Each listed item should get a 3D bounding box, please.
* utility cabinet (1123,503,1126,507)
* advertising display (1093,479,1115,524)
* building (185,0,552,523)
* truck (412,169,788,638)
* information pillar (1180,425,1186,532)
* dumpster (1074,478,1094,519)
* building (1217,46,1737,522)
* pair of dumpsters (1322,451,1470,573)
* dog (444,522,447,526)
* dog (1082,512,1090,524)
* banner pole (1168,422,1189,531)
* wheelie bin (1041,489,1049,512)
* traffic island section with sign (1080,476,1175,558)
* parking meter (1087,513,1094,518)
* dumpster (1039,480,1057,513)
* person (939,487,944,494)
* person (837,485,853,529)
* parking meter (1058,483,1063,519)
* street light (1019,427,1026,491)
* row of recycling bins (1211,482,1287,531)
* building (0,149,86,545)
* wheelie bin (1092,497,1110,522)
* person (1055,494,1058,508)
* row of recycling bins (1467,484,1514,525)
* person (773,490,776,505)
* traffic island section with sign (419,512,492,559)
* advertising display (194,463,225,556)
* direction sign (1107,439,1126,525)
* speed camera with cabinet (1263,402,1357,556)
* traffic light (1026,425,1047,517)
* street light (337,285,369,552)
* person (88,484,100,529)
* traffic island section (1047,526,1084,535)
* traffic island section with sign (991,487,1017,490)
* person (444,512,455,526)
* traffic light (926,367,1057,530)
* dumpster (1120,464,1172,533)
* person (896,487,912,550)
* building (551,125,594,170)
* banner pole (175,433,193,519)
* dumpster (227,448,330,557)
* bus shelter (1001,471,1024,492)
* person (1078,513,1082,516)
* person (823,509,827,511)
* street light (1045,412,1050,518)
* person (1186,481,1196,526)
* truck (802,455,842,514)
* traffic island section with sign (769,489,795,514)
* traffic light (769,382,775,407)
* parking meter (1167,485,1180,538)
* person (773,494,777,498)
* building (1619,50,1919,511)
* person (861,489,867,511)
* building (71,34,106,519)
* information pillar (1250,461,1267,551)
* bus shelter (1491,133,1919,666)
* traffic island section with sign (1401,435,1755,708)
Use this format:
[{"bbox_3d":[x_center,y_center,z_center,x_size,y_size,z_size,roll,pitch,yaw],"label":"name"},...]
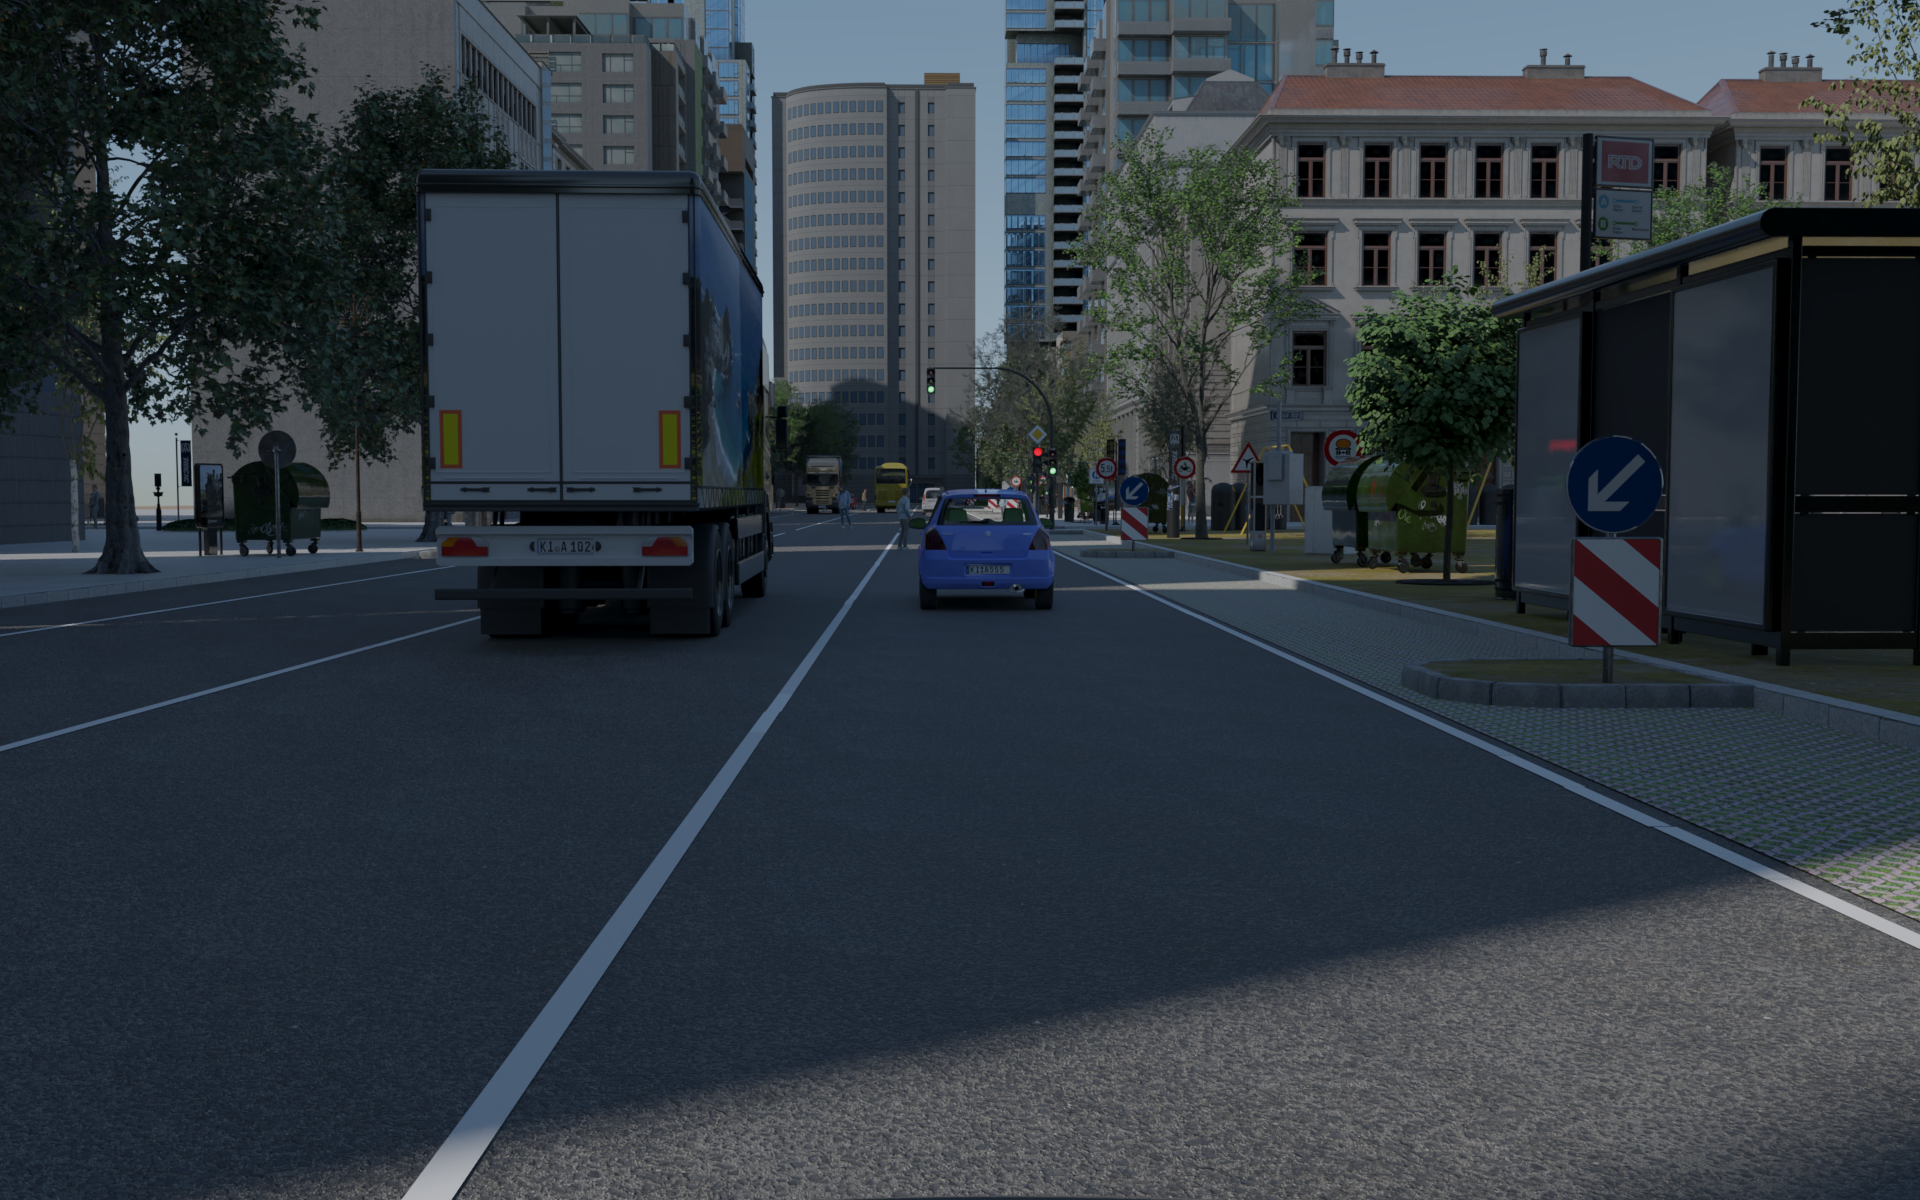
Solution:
[{"bbox_3d":[7.073,-3.763,70.203,0.318,1.500,1.173,-2,4,-29],"label":"utility cabinet"},{"bbox_3d":[6.148,-4.194,73.793,0.974,1.923,0.123,-1,4,-11],"label":"advertising display"},{"bbox_3d":[-28.563,-16.450,86.986,12.078,24.808,19.932,0,4,-1],"label":"building"},{"bbox_3d":[-3.718,-1.939,20.618,2.839,4.237,11.283,0,4,-2],"label":"truck"},{"bbox_3d":[7.636,-4.156,59.301,0.183,3.616,0.504,1,4,15],"label":"information pillar"},{"bbox_3d":[6.706,-5.321,89.500,1.502,2.255,1.985,0,4,-1],"label":"dumpster"},{"bbox_3d":[23.720,-15.108,83.178,21.152,22.565,11.583,0,4,-1],"label":"building"},{"bbox_3d":[7.535,-1.680,29.961,1.574,2.255,4.437,0,4,-1],"label":"pair of dumpsters"},{"bbox_3d":[-20.334,-3.131,68.933,0.550,0.427,0.748,0,4,-7],"label":"dog"},{"bbox_3d":[5.467,-3.581,75.382,0.540,0.507,0.406,2,4,35],"label":"dog"},{"bbox_3d":[7.577,-4.287,60.117,0.863,3.779,0.401,-2,4,-26],"label":"banner pole"},{"bbox_3d":[5.625,-6.296,110.843,0.980,1.594,0.693,-3,5,-41],"label":"wheelie bin"},{"bbox_3d":[3.763,-1.882,39.406,1.989,1.847,2.006,0,4,-1],"label":"traffic island section with sign"},{"bbox_3d":[6.867,-5.226,91.156,0.255,1.863,0.399,2,4,33],"label":"parking meter"},{"bbox_3d":[5.812,-7.021,117.293,1.502,2.255,1.985,0,4,-1],"label":"dumpster"},{"bbox_3d":[-0.816,-4.727,85.975,0.526,1.800,0.537,1,4,15],"label":"person"},{"bbox_3d":[-4.778,-3.861,71.888,0.793,1.790,0.793,-1,4,-17],"label":"person"},{"bbox_3d":[5.204,-5.149,89.893,0.255,1.863,0.399,0,4,4],"label":"parking meter"},{"bbox_3d":[4.238,-8.962,119.317,0.468,5.910,1.993,0,4,-1],"label":"street light"},{"bbox_3d":[10.320,-3.359,62.039,3.534,1.692,1.069,-3,4,-38],"label":"row of recycling bins"},{"bbox_3d":[-38.245,-30.560,41.658,28.212,58.520,21.231,0,4,-1],"label":"building"},{"bbox_3d":[6.656,-4.465,80.918,0.980,1.594,0.693,-2,4,-35],"label":"wheelie bin"},{"bbox_3d":[8.803,-9.276,158.235,0.750,1.759,0.617,3,5,39],"label":"person"},{"bbox_3d":[21.561,-3.966,71.963,3.534,1.692,1.069,0,4,-2],"label":"row of recycling bins"},{"bbox_3d":[-21.490,-11.802,198.961,0.705,1.831,1.348,3,5,42],"label":"person"},{"bbox_3d":[-11.060,-1.885,39.449,1.989,1.847,2.006,0,4,-1],"label":"traffic island section with sign"},{"bbox_3d":[-15.689,-1.896,36.219,0.123,1.923,0.974,0,4,5],"label":"advertising display"},{"bbox_3d":[6.440,-4.860,71.451,0.876,3.537,0.379,2,4,33],"label":"direction sign"},{"bbox_3d":[7.457,-2.600,36.840,0.660,3.252,2.038,-3,5,-45],"label":"speed camera with cabinet"},{"bbox_3d":[3.118,-4.967,70.134,0.839,4.253,0.868,0,4,-1],"label":"traffic light"},{"bbox_3d":[-13.365,-4.011,38.370,0.468,5.910,1.993,0,4,-1],"label":"street light"},{"bbox_3d":[-32.457,-3.425,64.777,0.520,1.790,0.573,2,4,26],"label":"person"},{"bbox_3d":[3.314,-2.446,62.266,2.009,0.180,2.903,0,4,-1],"label":"traffic island section"},{"bbox_3d":[2.675,-5.273,94.843,1.989,1.847,2.006,0,4,-1],"label":"traffic island section with sign"},{"bbox_3d":[-18.027,-3.355,60.996,0.694,1.812,0.767,2,4,24],"label":"person"},{"bbox_3d":[1.184,-5.340,61.969,4.771,5.953,1.251,0,4,-1],"label":"traffic light"},{"bbox_3d":[6.159,-3.354,57.340,1.502,2.255,1.985,0,4,-1],"label":"dumpster"},{"bbox_3d":[-1.399,-2.075,44.229,0.330,1.601,0.589,-1,4,-22],"label":"person"},{"bbox_3d":[-29.846,-19.102,109.579,12.463,27.353,25.104,0,4,-1],"label":"building"},{"bbox_3d":[-31.733,-4.935,70.712,0.863,3.779,0.401,0,4,7],"label":"banner pole"},{"bbox_3d":[-14.275,-2.068,36.307,1.502,2.255,1.985,0,4,-1],"label":"dumpster"},{"bbox_3d":[4.204,-8.878,139.084,2.014,3.302,5.546,0,4,-1],"label":"bus shelter"},{"bbox_3d":[6.832,-5.518,96.741,0.515,1.767,0.782,0,4,5],"label":"person"},{"bbox_3d":[-11.297,-8.227,146.201,0.799,1.438,0.628,-1,4,-9],"label":"person"},{"bbox_3d":[4.727,-7.404,93.851,0.468,5.910,1.993,0,4,-1],"label":"street light"},{"bbox_3d":[9.440,-3.925,70.188,0.580,1.828,0.573,1,4,18],"label":"person"},{"bbox_3d":[-10.023,-8.499,127.876,2.839,4.237,11.283,0,4,-3],"label":"truck"},{"bbox_3d":[-12.688,-6.969,122.575,1.989,1.847,2.006,0,4,-1],"label":"traffic island section with sign"},{"bbox_3d":[-9.850,-5.825,69.901,4.771,5.953,1.251,0,4,-1],"label":"traffic light"},{"bbox_3d":[6.248,-2.585,50.679,0.372,1.533,0.369,0,3,0],"label":"parking meter"},{"bbox_3d":[-18.395,-9.873,167.425,1.348,1.831,0.705,0,4,-3],"label":"person"},{"bbox_3d":[44.859,-15.158,83.985,21.152,22.565,11.583,0,4,-1],"label":"building"},{"bbox_3d":[-8.006,-8.357,145.049,0.656,1.842,0.836,2,4,34],"label":"person"},{"bbox_3d":[-54.007,-18.171,82.992,20.117,28.700,13.634,0,4,-1],"label":"building"},{"bbox_3d":[6.682,-2.098,38.793,0.304,2.012,0.304,0,4,-6],"label":"information pillar"},{"bbox_3d":[6.810,-2.410,17.035,2.179,5.291,8.768,0,4,-1],"label":"bus shelter"},{"bbox_3d":[4.293,-0.234,12.456,1.989,1.847,2.006,0,4,-1],"label":"traffic island section with sign"}]
